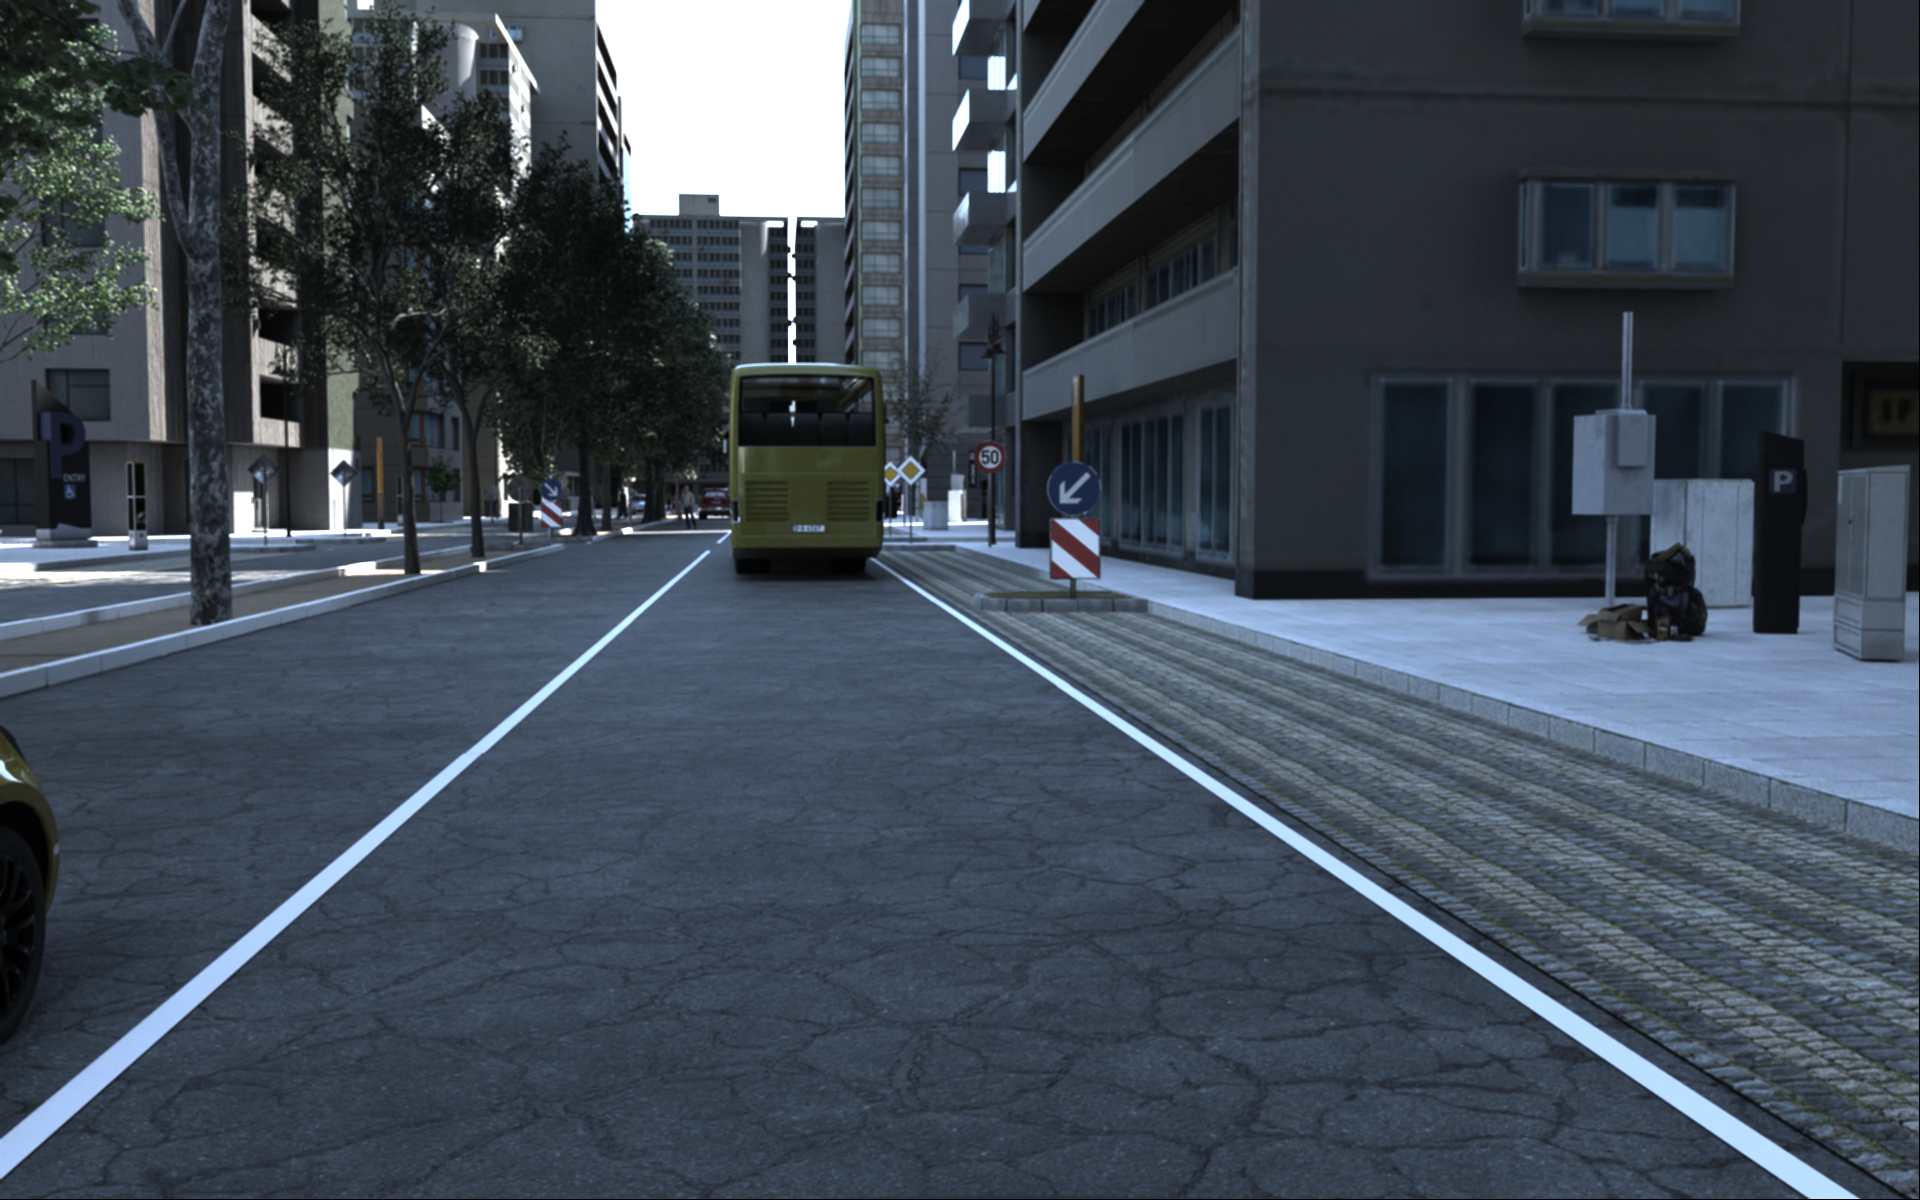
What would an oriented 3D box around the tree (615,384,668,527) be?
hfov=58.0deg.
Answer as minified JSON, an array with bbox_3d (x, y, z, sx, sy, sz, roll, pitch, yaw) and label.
[{"bbox_3d":[-14.370,-7.496,75.374,4.737,8.622,4.395,0,3,0],"label":"tree"}]

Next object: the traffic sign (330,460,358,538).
[{"bbox_3d":[-18.073,-2.887,50.840,0.795,2.450,0.064,0,4,-6],"label":"traffic sign"}]

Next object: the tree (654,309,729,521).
[{"bbox_3d":[-16.139,-10.051,92.544,9.928,11.665,9.643,0,3,0],"label":"tree"}]

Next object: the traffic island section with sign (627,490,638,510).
[{"bbox_3d":[-28.578,-8.776,152.120,1.989,1.847,2.006,0,4,-6],"label":"traffic island section with sign"}]

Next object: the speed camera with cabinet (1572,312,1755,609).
[{"bbox_3d":[7.855,-1.528,19.319,2.038,3.252,0.660,-1,4,-18],"label":"speed camera with cabinet"}]

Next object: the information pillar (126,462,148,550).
[{"bbox_3d":[-18.794,-2.145,39.559,0.304,2.012,0.304,3,4,37],"label":"information pillar"}]

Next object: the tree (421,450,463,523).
[{"bbox_3d":[-22.980,-5.022,76.703,1.663,3.219,1.824,0,3,0],"label":"tree"}]

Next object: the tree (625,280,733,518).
[{"bbox_3d":[-17.766,-11.818,102.330,9.857,13.997,8.962,0,3,0],"label":"tree"}]

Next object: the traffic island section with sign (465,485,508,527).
[{"bbox_3d":[-20.386,-4.084,75.398,1.989,1.847,2.006,0,4,-6],"label":"traffic island section with sign"}]

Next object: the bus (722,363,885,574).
[{"bbox_3d":[-3.266,-2.605,34.144,2.896,3.916,12.252,0,4,-7],"label":"bus"}]

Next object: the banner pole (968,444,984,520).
[{"bbox_3d":[0.789,-5.943,87.180,0.863,3.779,0.401,2,4,32],"label":"banner pole"}]

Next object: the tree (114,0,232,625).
[{"bbox_3d":[-9.516,-9.833,19.124,12.611,20.169,13.585,0,3,0],"label":"tree"}]

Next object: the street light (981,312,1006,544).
[{"bbox_3d":[0.848,-4.365,44.154,0.468,5.910,1.993,0,4,-6],"label":"street light"}]

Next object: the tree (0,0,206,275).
[{"bbox_3d":[-7.852,-5.429,9.346,7.486,12.596,7.792,0,3,0],"label":"tree"}]

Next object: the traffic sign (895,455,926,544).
[{"bbox_3d":[-1.269,-2.504,44.577,0.795,2.450,0.064,0,4,-6],"label":"traffic sign"}]

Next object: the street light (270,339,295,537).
[{"bbox_3d":[-20.111,-4.827,51.717,0.468,5.910,1.993,0,4,-6],"label":"street light"}]

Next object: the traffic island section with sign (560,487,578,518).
[{"bbox_3d":[-23.257,-5.723,102.201,1.989,1.847,2.006,0,4,-6],"label":"traffic island section with sign"}]

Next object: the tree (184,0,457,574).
[{"bbox_3d":[-9.799,-5.756,30.981,8.767,10.594,7.601,0,4,-6],"label":"tree"}]

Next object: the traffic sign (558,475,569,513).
[{"bbox_3d":[-26.891,-7.171,117.351,0.768,2.556,0.104,0,4,2],"label":"traffic sign"}]

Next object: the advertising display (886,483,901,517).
[{"bbox_3d":[-3.765,-5.654,97.653,0.974,1.923,0.123,1,4,23],"label":"advertising display"}]

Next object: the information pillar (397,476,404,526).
[{"bbox_3d":[-22.285,-3.960,69.232,0.304,2.012,0.304,2,4,26],"label":"information pillar"}]

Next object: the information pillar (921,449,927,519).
[{"bbox_3d":[-1.863,-5.996,89.387,0.183,3.616,0.504,2,4,30],"label":"information pillar"}]

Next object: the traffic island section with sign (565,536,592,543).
[{"bbox_3d":[-11.990,-2.634,51.203,2.006,1.907,1.989,0,4,-6],"label":"traffic island section with sign"}]

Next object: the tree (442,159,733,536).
[{"bbox_3d":[-12.855,-8.538,59.067,9.611,12.733,9.660,0,3,0],"label":"tree"}]

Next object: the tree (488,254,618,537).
[{"bbox_3d":[-12.364,-6.074,52.131,4.360,8.622,3.978,0,3,0],"label":"tree"}]

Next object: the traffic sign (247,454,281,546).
[{"bbox_3d":[-17.225,-2.401,42.900,0.795,2.450,0.064,0,4,-6],"label":"traffic sign"}]

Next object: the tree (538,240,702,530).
[{"bbox_3d":[-14.127,-9.048,68.512,7.486,12.596,7.792,0,3,0],"label":"tree"}]

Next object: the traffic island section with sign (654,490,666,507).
[{"bbox_3d":[-31.441,-10.416,178.923,1.989,1.847,2.006,0,4,-6],"label":"traffic island section with sign"}]

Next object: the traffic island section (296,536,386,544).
[{"bbox_3d":[-18.095,-1.750,50.899,2.009,0.180,2.903,0,4,-6],"label":"traffic island section"}]

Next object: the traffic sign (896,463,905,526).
[{"bbox_3d":[-2.239,-4.256,69.690,0.768,2.556,0.104,0,4,1],"label":"traffic sign"}]

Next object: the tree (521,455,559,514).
[{"bbox_3d":[-27.675,-7.867,112.342,4.285,4.588,4.351,0,3,0],"label":"tree"}]

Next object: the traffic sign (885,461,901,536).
[{"bbox_3d":[-2.117,-2.989,52.517,0.795,2.450,0.064,0,4,-6],"label":"traffic sign"}]

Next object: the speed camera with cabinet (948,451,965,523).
[{"bbox_3d":[-0.148,-5.126,78.147,0.660,3.252,2.038,0,4,6],"label":"speed camera with cabinet"}]

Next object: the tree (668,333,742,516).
[{"bbox_3d":[-18.645,-12.303,113.986,12.009,13.543,11.850,0,3,0],"label":"tree"}]

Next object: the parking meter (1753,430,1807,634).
[{"bbox_3d":[7.556,-0.626,15.950,0.399,1.863,0.255,1,4,16],"label":"parking meter"}]

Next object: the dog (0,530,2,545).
[{"bbox_3d":[-24.690,-1.524,44.211,0.406,0.507,0.540,-2,4,-29],"label":"dog"}]

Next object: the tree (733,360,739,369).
[{"bbox_3d":[-14.883,-9.986,82.739,9.611,12.733,9.660,0,3,0],"label":"tree"}]

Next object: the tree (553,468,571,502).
[{"bbox_3d":[-28.407,-7.776,121.734,1.663,3.219,1.824,0,3,0],"label":"tree"}]

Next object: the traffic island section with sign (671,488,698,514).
[{"bbox_3d":[-19.979,-7.204,125.917,2.006,1.907,1.989,0,4,-6],"label":"traffic island section with sign"}]

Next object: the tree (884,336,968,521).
[{"bbox_3d":[-1.824,-8.029,81.640,4.360,8.622,3.978,0,3,0],"label":"tree"}]

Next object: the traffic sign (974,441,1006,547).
[{"bbox_3d":[0.727,-2.554,41.863,0.768,2.556,0.104,0,4,3],"label":"traffic sign"}]

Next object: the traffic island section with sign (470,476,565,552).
[{"bbox_3d":[-11.213,-2.183,43.836,2.006,1.907,1.989,0,4,-6],"label":"traffic island section with sign"}]

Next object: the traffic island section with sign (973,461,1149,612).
[{"bbox_3d":[1.201,-0.804,21.780,1.989,1.847,2.006,0,4,-6],"label":"traffic island section with sign"}]

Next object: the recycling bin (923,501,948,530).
[{"bbox_3d":[-0.873,-3.007,61.719,0.722,1.027,0.722,-1,4,-22],"label":"recycling bin"}]

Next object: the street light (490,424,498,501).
[{"bbox_3d":[-24.493,-7.262,91.515,0.468,5.910,1.993,0,4,-6],"label":"street light"}]

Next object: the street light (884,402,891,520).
[{"bbox_3d":[-3.736,-6.962,86.617,0.468,5.910,1.993,0,4,-6],"label":"street light"}]

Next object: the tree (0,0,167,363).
[{"bbox_3d":[-19.176,-6.546,32.779,9.928,11.665,9.643,0,3,0],"label":"tree"}]
